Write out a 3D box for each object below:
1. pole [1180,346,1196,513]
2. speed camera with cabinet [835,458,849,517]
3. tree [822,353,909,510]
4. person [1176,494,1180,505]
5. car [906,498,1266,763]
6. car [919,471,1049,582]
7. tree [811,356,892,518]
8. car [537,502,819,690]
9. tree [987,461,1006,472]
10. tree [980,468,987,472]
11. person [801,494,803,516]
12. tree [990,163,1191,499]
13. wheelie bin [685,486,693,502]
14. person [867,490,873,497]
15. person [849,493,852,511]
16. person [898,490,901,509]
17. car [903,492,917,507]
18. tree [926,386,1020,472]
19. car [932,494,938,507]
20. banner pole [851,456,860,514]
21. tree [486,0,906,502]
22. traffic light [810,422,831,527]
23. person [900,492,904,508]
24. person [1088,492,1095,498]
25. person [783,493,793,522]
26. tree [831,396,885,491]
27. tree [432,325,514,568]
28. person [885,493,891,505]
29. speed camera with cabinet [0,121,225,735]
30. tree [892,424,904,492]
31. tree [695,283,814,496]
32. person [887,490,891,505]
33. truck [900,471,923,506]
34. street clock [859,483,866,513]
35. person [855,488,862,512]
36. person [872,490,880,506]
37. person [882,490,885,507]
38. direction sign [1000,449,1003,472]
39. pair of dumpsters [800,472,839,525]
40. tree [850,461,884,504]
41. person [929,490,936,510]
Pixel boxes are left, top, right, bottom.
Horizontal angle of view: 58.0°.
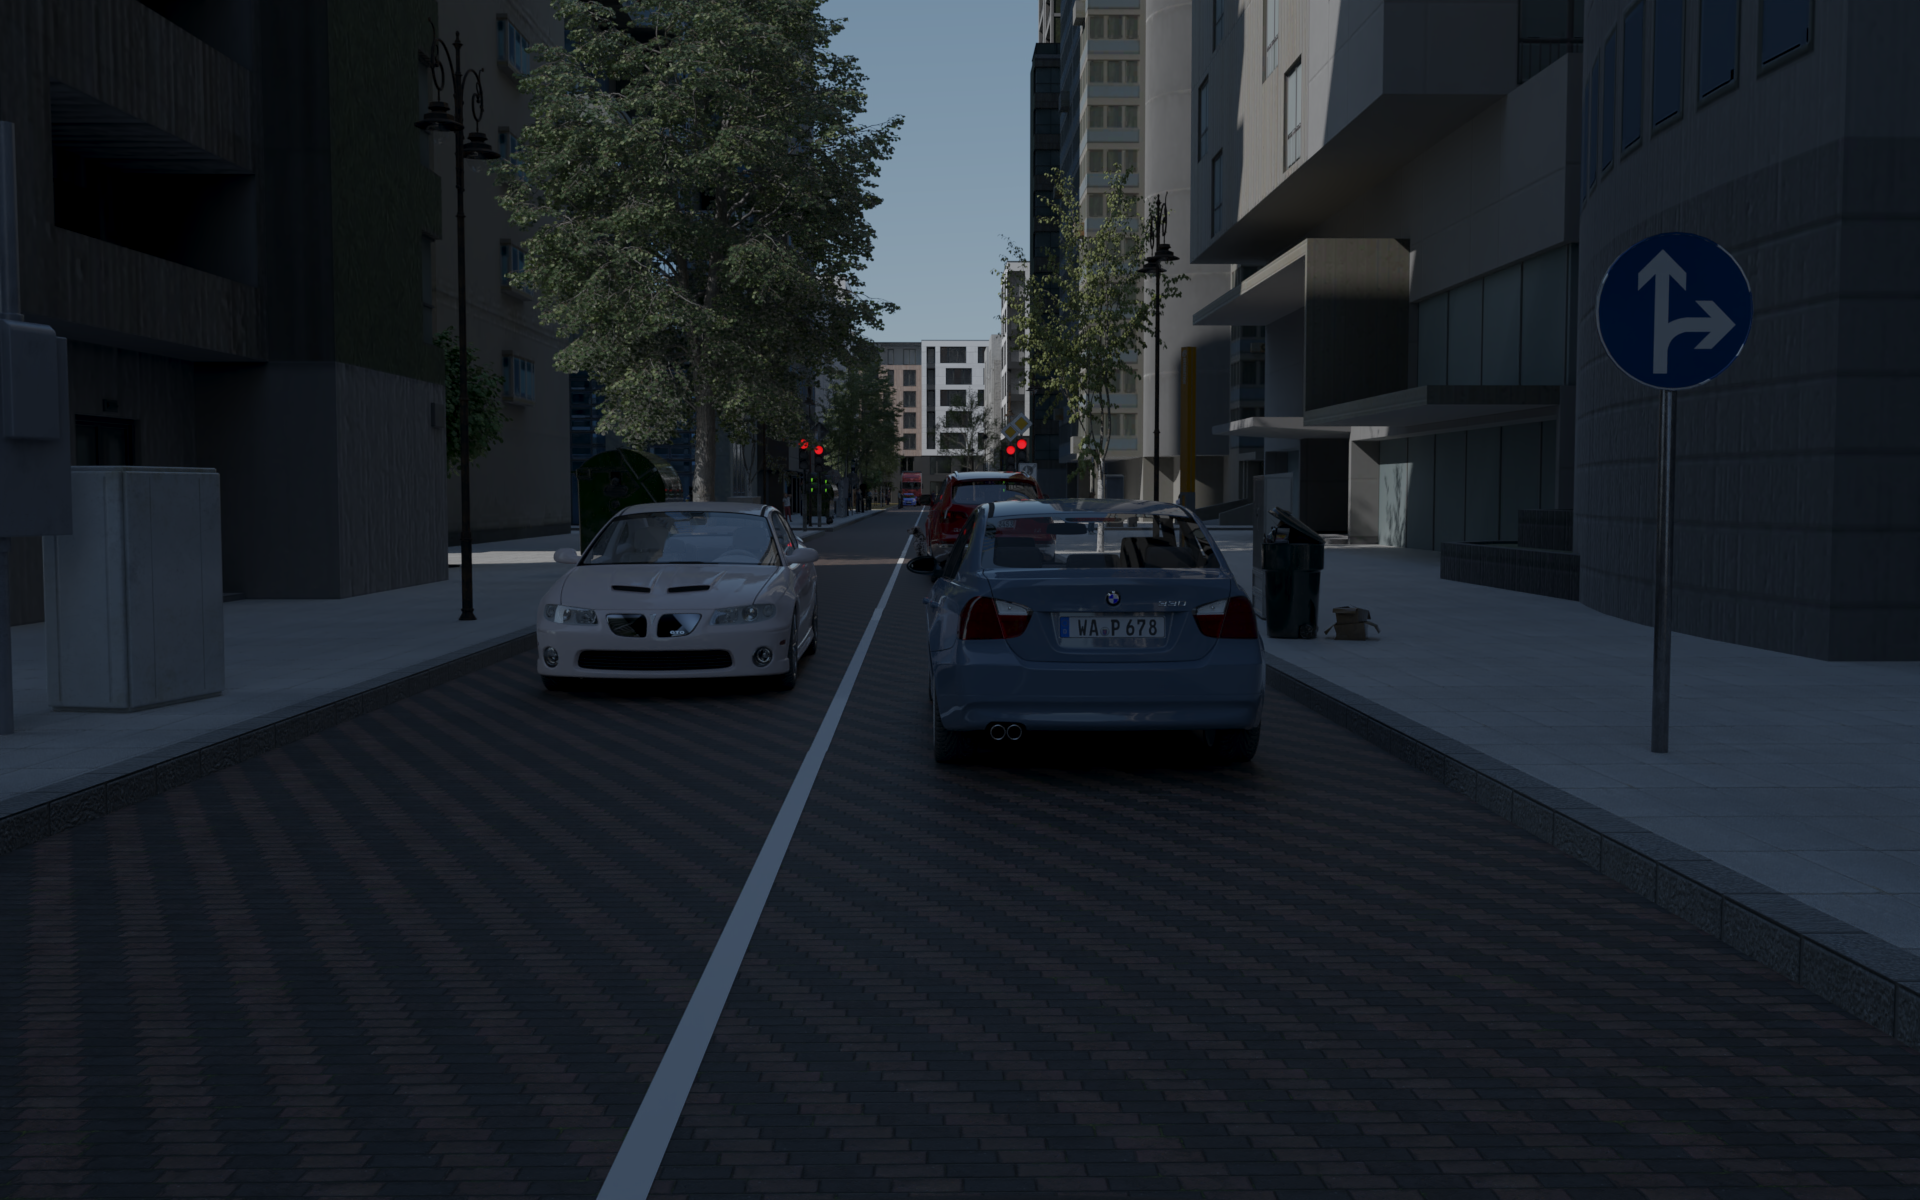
[{"bbox_3d":[3.166,-1.849,24.077,0.158,3.312,0.155,0,3,0],"label":"pole"},{"bbox_3d":[-6.586,-6.228,96.169,0.660,3.252,2.038,-1,4,-9],"label":"speed camera with cabinet"},{"bbox_3d":[-7.573,-13.439,137.855,7.486,12.596,7.792,0,3,0],"label":"tree"},{"bbox_3d":[7.915,-3.050,61.560,0.628,1.438,0.799,-3,5,-39],"label":"person"},{"bbox_3d":[0.679,0.090,10.534,2.014,1.417,4.499,0,4,-2],"label":"car"},{"bbox_3d":[0.454,-1.282,29.637,2.281,1.827,5.304,0,4,-2],"label":"car"},{"bbox_3d":[-6.322,-8.692,92.470,4.737,8.622,4.395,0,3,0],"label":"tree"},{"bbox_3d":[-2.169,-0.112,14.191,2.083,1.381,4.827,0,4,-2],"label":"car"},{"bbox_3d":[2.701,-6.510,101.041,1.663,3.219,1.824,0,3,0],"label":"tree"},{"bbox_3d":[2.013,-7.990,125.236,1.663,3.219,1.824,0,3,0],"label":"tree"},{"bbox_3d":[-8.930,-5.621,100.151,0.590,1.554,0.614,3,5,42],"label":"person"},{"bbox_3d":[2.860,-5.354,37.896,4.737,8.622,4.395,0,3,0],"label":"tree"},{"bbox_3d":[-10.037,-3.581,66.464,0.980,1.594,0.693,-1,4,-9],"label":"wheelie bin"},{"bbox_3d":[-10.979,-12.422,209.120,1.348,1.826,0.705,3,5,42],"label":"person"},{"bbox_3d":[-8.577,-7.695,133.723,0.647,1.594,0.662,1,4,18],"label":"person"},{"bbox_3d":[-5.763,-9.589,165.356,0.705,1.814,1.350,0,4,3],"label":"person"},{"bbox_3d":[-5.882,-11.529,198.090,1.945,1.707,3.694,0,4,-2],"label":"car"},{"bbox_3d":[1.324,-13.068,148.066,8.767,10.594,7.601,0,4,-2],"label":"tree"},{"bbox_3d":[-2.125,-10.211,177.180,2.015,1.641,3.980,0,4,-3],"label":"car"},{"bbox_3d":[-6.832,-7.485,112.397,0.401,3.779,0.863,2,4,34],"label":"banner pole"},{"bbox_3d":[-5.781,-8.084,38.829,9.857,13.997,8.962,0,3,0],"label":"tree"},{"bbox_3d":[-5.439,-4.787,67.187,0.839,4.253,0.868,0,4,-1],"label":"traffic light"},{"bbox_3d":[-5.849,-10.151,175.277,0.445,1.727,0.742,-1,4,-9],"label":"person"},{"bbox_3d":[4.204,-2.755,55.004,0.340,1.345,0.435,0,4,-2],"label":"person"},{"bbox_3d":[-7.950,-4.278,79.891,0.435,1.345,0.340,-1,4,-9],"label":"person"},{"bbox_3d":[-7.388,-10.747,126.080,4.360,8.622,3.978,0,3,0],"label":"tree"},{"bbox_3d":[-9.557,-2.850,30.312,4.285,4.588,4.351,0,3,0],"label":"tree"},{"bbox_3d":[-8.368,-11.713,200.785,0.697,1.427,0.421,2,4,28],"label":"person"},{"bbox_3d":[-5.142,-0.959,10.019,0.660,3.252,2.038,1,4,11],"label":"speed camera with cabinet"},{"bbox_3d":[-7.674,-13.260,167.160,4.737,8.622,4.395,0,3,0],"label":"tree"},{"bbox_3d":[-6.760,-6.452,55.855,4.360,8.622,3.978,0,3,0],"label":"tree"},{"bbox_3d":[-8.046,-11.763,198.898,0.750,1.759,0.617,2,4,30],"label":"person"},{"bbox_3d":[-5.931,-13.725,213.311,2.839,4.237,11.283,0,4,-1],"label":"truck"},{"bbox_3d":[-6.644,-6.960,118.364,0.471,2.002,0.358,-1,4,-16],"label":"street clock"},{"bbox_3d":[-7.071,-6.950,120.477,0.445,1.727,0.742,0,4,0],"label":"person"},{"bbox_3d":[-9.028,-10.974,186.247,1.217,1.735,0.721,-3,5,-40],"label":"person"},{"bbox_3d":[-7.504,-9.898,168.593,0.721,1.735,1.217,-1,4,-15],"label":"person"},{"bbox_3d":[2.111,-5.884,88.200,0.379,3.537,0.876,1,4,10],"label":"direction sign"},{"bbox_3d":[-6.083,-4.403,74.486,1.574,2.255,4.437,0,4,-1],"label":"pair of dumpsters"},{"bbox_3d":[-8.490,-10.536,155.973,4.285,4.588,4.351,0,3,0],"label":"tree"},{"bbox_3d":[-2.539,-9.091,157.594,0.683,1.767,0.568,-3,4,-37],"label":"person"}]
